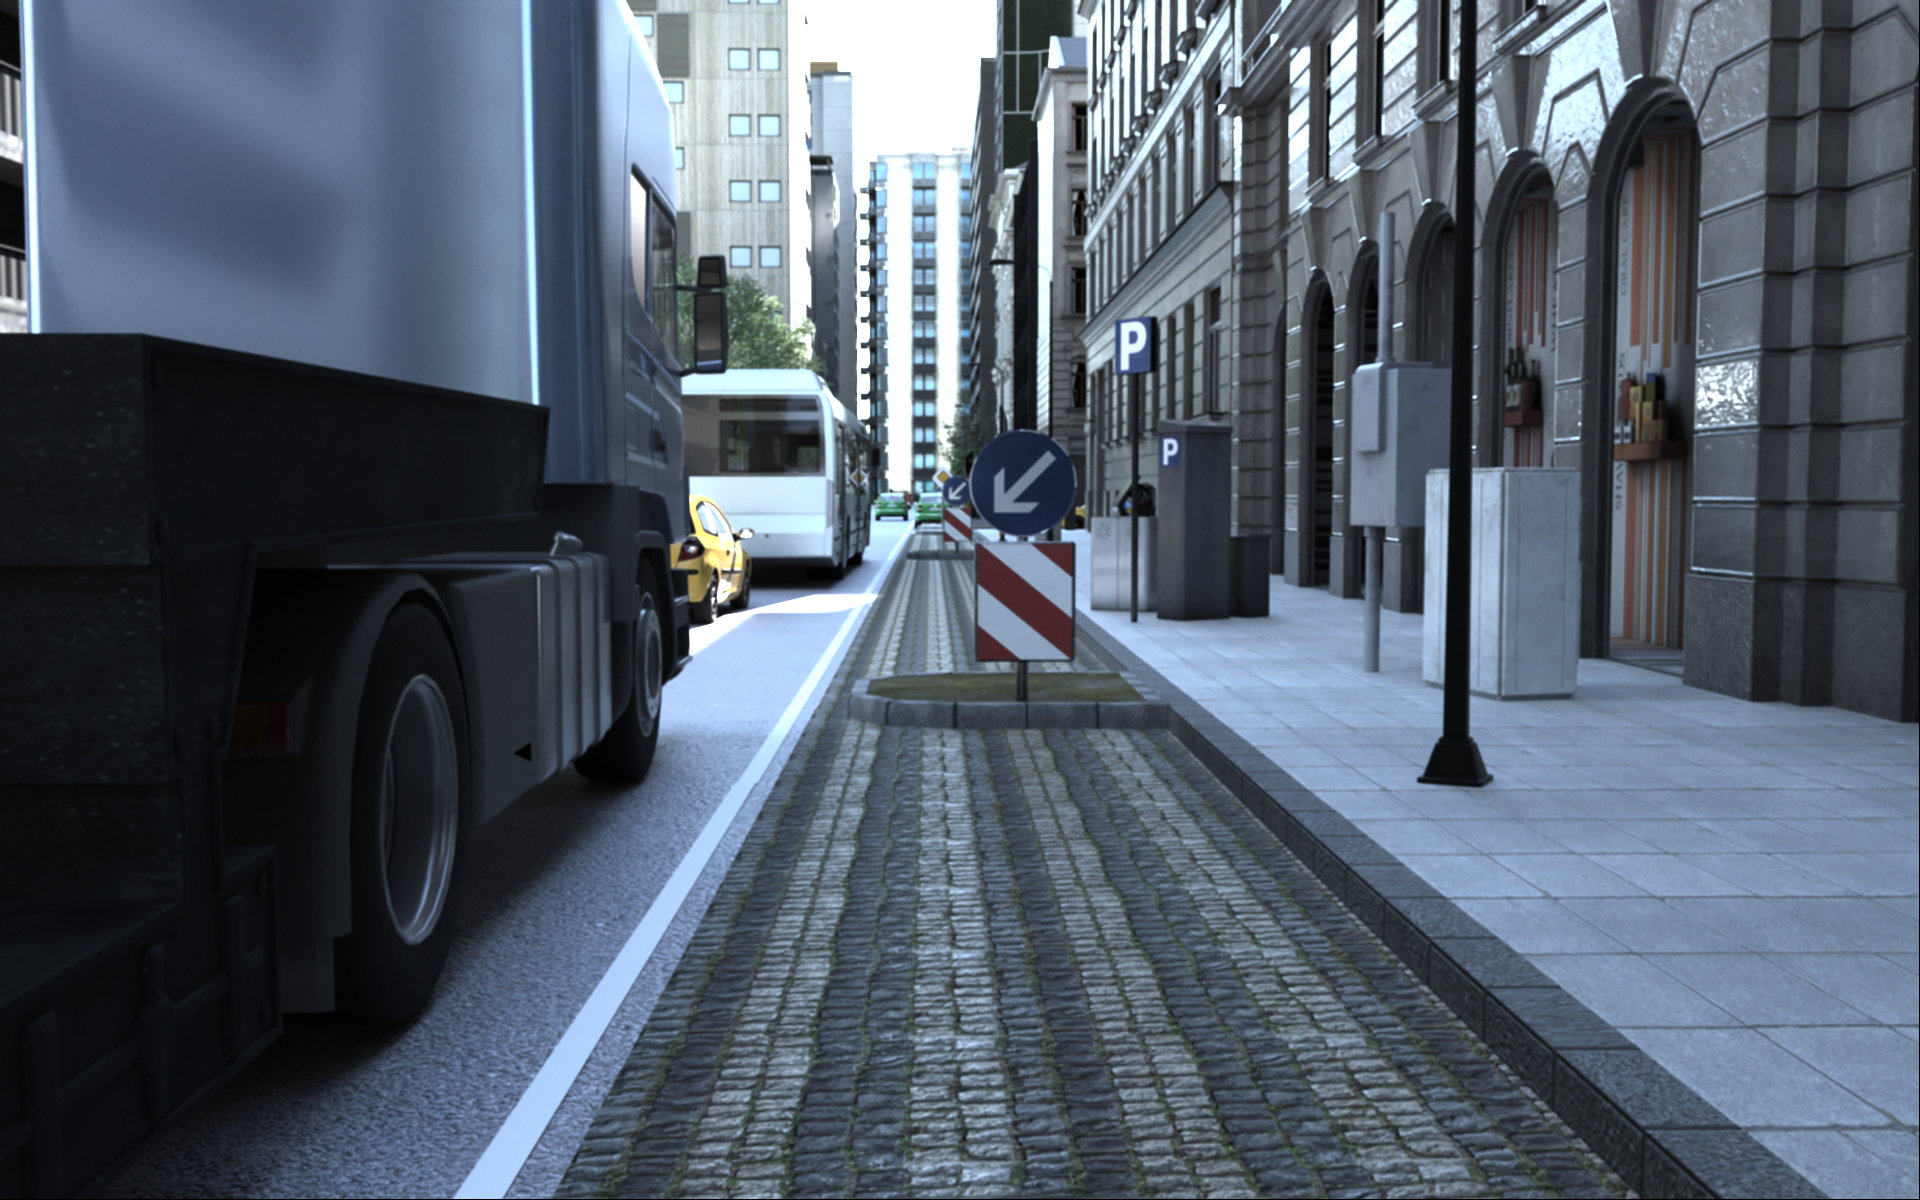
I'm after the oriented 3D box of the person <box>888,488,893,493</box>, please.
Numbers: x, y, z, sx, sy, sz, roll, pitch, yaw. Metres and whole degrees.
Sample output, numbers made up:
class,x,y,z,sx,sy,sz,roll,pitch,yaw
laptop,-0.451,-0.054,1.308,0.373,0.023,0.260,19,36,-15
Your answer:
class,x,y,z,sx,sy,sz,roll,pitch,yaw
person,-4.503,-6.250,110.950,0.793,1.790,0.793,0,4,8

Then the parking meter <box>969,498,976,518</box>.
class,x,y,z,sx,sy,sz,roll,pitch,yaw
parking meter,0.660,-5.083,91.514,0.372,1.533,0.369,0,3,0

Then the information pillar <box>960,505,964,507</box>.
class,x,y,z,sx,sy,sz,roll,pitch,yaw
information pillar,0.139,-7.329,124.315,0.304,2.012,0.304,0,4,6

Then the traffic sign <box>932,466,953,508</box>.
class,x,y,z,sx,sy,sz,roll,pitch,yaw
traffic sign,-0.591,-3.526,61.295,0.795,2.450,0.064,0,4,-1

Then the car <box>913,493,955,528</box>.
class,x,y,z,sx,sy,sz,roll,pitch,yaw
car,-1.031,-3.978,73.841,1.959,1.807,4.718,0,4,-1

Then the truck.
class,x,y,z,sx,sy,sz,roll,pitch,yaw
truck,-2.574,-0.718,1.491,2.967,4.110,18.799,0,4,-1

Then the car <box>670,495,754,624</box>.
class,x,y,z,sx,sy,sz,roll,pitch,yaw
car,-3.524,-0.631,20.546,2.015,1.641,3.980,0,4,1

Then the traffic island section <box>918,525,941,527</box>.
class,x,y,z,sx,sy,sz,roll,pitch,yaw
traffic island section,-0.701,-2.879,69.356,2.009,0.180,2.903,0,4,-1

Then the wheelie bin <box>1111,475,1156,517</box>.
class,x,y,z,sx,sy,sz,roll,pitch,yaw
wheelie bin,2.881,-1.264,28.581,0.693,1.594,0.980,0,4,-4

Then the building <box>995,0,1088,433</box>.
class,x,y,z,sx,sy,sz,roll,pitch,yaw
building,11.680,-44.360,163.543,20.563,71.187,20.611,0,4,-1

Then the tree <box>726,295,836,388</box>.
class,x,y,z,sx,sy,sz,roll,pitch,yaw
tree,-11.034,-11.085,99.374,7.486,12.596,7.792,0,3,0

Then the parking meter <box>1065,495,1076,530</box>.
class,x,y,z,sx,sy,sz,roll,pitch,yaw
parking meter,3.910,-3.408,61.436,0.255,1.863,0.399,2,4,35

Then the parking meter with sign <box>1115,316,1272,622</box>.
class,x,y,z,sx,sy,sz,roll,pitch,yaw
parking meter with sign,2.426,-1.312,17.715,1.738,3.016,0.543,-2,4,-34

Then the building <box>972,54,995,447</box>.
class,x,y,z,sx,sy,sz,roll,pitch,yaw
building,12.491,-34.350,185.317,21.300,48.544,21.600,0,4,-1

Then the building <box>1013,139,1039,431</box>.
class,x,y,z,sx,sy,sz,roll,pitch,yaw
building,9.394,-16.099,92.889,12.332,23.373,15.834,0,4,-1

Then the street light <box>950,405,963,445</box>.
class,x,y,z,sx,sy,sz,roll,pitch,yaw
street light,0.369,-7.199,90.250,1.470,5.913,1.316,0,4,-1

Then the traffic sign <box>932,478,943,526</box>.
class,x,y,z,sx,sy,sz,roll,pitch,yaw
traffic sign,-0.725,-4.014,69.278,0.795,2.450,0.064,0,4,-1

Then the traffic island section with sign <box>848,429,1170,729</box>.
class,x,y,z,sx,sy,sz,roll,pitch,yaw
traffic island section with sign,0.271,-0.171,11.426,1.989,1.847,2.006,0,4,-1

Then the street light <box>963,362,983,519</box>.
class,x,y,z,sx,sy,sz,roll,pitch,yaw
street light,0.946,-5.425,61.236,1.470,5.913,1.316,0,4,-1

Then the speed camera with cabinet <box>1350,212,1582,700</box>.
class,x,y,z,sx,sy,sz,roll,pitch,yaw
speed camera with cabinet,3.360,-1.060,11.663,0.660,3.252,2.038,-1,4,-15

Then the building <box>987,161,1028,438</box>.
class,x,y,z,sx,sy,sz,roll,pitch,yaw
building,9.399,-21.124,132.764,14.401,28.519,23.554,0,4,-1

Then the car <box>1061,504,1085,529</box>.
class,x,y,z,sx,sy,sz,roll,pitch,yaw
car,5.524,-3.365,65.245,3.980,1.641,2.015,0,4,-1

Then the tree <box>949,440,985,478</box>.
class,x,y,z,sx,sy,sz,roll,pitch,yaw
tree,0.869,-7.437,105.306,4.285,4.588,4.351,0,3,0

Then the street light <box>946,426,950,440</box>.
class,x,y,z,sx,sy,sz,roll,pitch,yaw
street light,-0.229,-8.873,117.621,1.470,5.913,1.316,0,4,-1

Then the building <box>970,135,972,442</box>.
class,x,y,z,sx,sy,sz,roll,pitch,yaw
building,12.144,-35.678,207.033,21.300,48.544,21.600,0,4,-1

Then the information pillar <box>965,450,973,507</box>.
class,x,y,z,sx,sy,sz,roll,pitch,yaw
information pillar,0.482,-6.199,92.701,0.504,3.616,0.183,-2,4,-32

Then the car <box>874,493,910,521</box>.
class,x,y,z,sx,sy,sz,roll,pitch,yaw
car,-3.696,-5.202,93.843,1.959,1.807,4.718,0,4,-2

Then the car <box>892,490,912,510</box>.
class,x,y,z,sx,sy,sz,roll,pitch,yaw
car,-5.569,-9.350,161.545,2.281,1.827,5.304,0,4,-2

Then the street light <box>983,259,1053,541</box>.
class,x,y,z,sx,sy,sz,roll,pitch,yaw
street light,1.258,-3.780,34.347,1.470,5.913,1.316,0,4,-1

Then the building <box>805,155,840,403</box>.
class,x,y,z,sx,sy,sz,roll,pitch,yaw
building,-21.785,-32.243,210.769,14.086,41.232,14.154,0,4,-1

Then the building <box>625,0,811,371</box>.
class,x,y,z,sx,sy,sz,roll,pitch,yaw
building,-27.730,-34.719,156.886,28.713,52.752,27.495,0,4,-1

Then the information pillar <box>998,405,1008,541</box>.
class,x,y,z,sx,sy,sz,roll,pitch,yaw
information pillar,1.157,-3.347,46.073,0.183,3.616,0.504,1,4,19

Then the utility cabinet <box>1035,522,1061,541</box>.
class,x,y,z,sx,sy,sz,roll,pitch,yaw
utility cabinet,2.301,-2.217,44.931,0.318,1.500,1.173,2,4,24

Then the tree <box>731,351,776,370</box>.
class,x,y,z,sx,sy,sz,roll,pitch,yaw
tree,-10.658,-8.529,89.808,4.737,8.622,4.395,0,3,0

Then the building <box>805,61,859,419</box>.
class,x,y,z,sx,sy,sz,roll,pitch,yaw
building,-28.168,-42.624,238.908,28.212,58.520,21.231,0,4,-1

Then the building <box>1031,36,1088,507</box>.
class,x,y,z,sx,sy,sz,roll,pitch,yaw
building,12.499,-13.844,75.506,18.267,20.994,9.793,0,4,-1

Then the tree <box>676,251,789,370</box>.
class,x,y,z,sx,sy,sz,roll,pitch,yaw
tree,-11.149,-9.155,75.439,9.928,11.665,9.643,0,3,0

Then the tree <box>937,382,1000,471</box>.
class,x,y,z,sx,sy,sz,roll,pitch,yaw
tree,0.840,-9.874,111.804,4.360,8.622,3.978,0,3,0

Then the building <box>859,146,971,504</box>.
class,x,y,z,sx,sy,sz,roll,pitch,yaw
building,1.407,-38.000,240.909,30.456,49.044,23.786,0,4,-1

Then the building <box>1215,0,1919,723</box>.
class,x,y,z,sx,sy,sz,roll,pitch,yaw
building,10.625,-10.726,17.177,13.314,21.916,24.055,0,4,-1

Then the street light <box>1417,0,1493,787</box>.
class,x,y,z,sx,sy,sz,roll,pitch,yaw
street light,1.675,-2.142,7.568,1.470,5.913,1.316,0,4,-1

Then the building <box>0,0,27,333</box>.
class,x,y,z,sx,sy,sz,roll,pitch,yaw
building,-22.072,-35.753,22.807,20.563,71.187,20.611,0,4,-1

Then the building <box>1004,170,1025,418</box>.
class,x,y,z,sx,sy,sz,roll,pitch,yaw
building,8.787,-17.267,111.198,11.050,23.489,19.941,0,4,-1

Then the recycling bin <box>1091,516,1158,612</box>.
class,x,y,z,sx,sy,sz,roll,pitch,yaw
recycling bin,1.922,-0.410,19.253,0.722,1.027,0.722,2,4,32

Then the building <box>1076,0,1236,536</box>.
class,x,y,z,sx,sy,sz,roll,pitch,yaw
building,11.739,-12.899,44.175,16.112,22.955,30.059,0,4,-1

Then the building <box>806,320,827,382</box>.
class,x,y,z,sx,sy,sz,roll,pitch,yaw
building,-28.937,-20.873,186.310,27.650,21.520,28.899,0,4,-1

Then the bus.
class,x,y,z,sx,sy,sz,roll,pitch,yaw
bus,-3.179,-2.284,32.203,2.948,3.499,13.247,0,4,0

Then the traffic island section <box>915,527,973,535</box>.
class,x,y,z,sx,sy,sz,roll,pitch,yaw
traffic island section,-0.568,-2.391,61.372,2.009,0.180,2.903,0,4,-1
